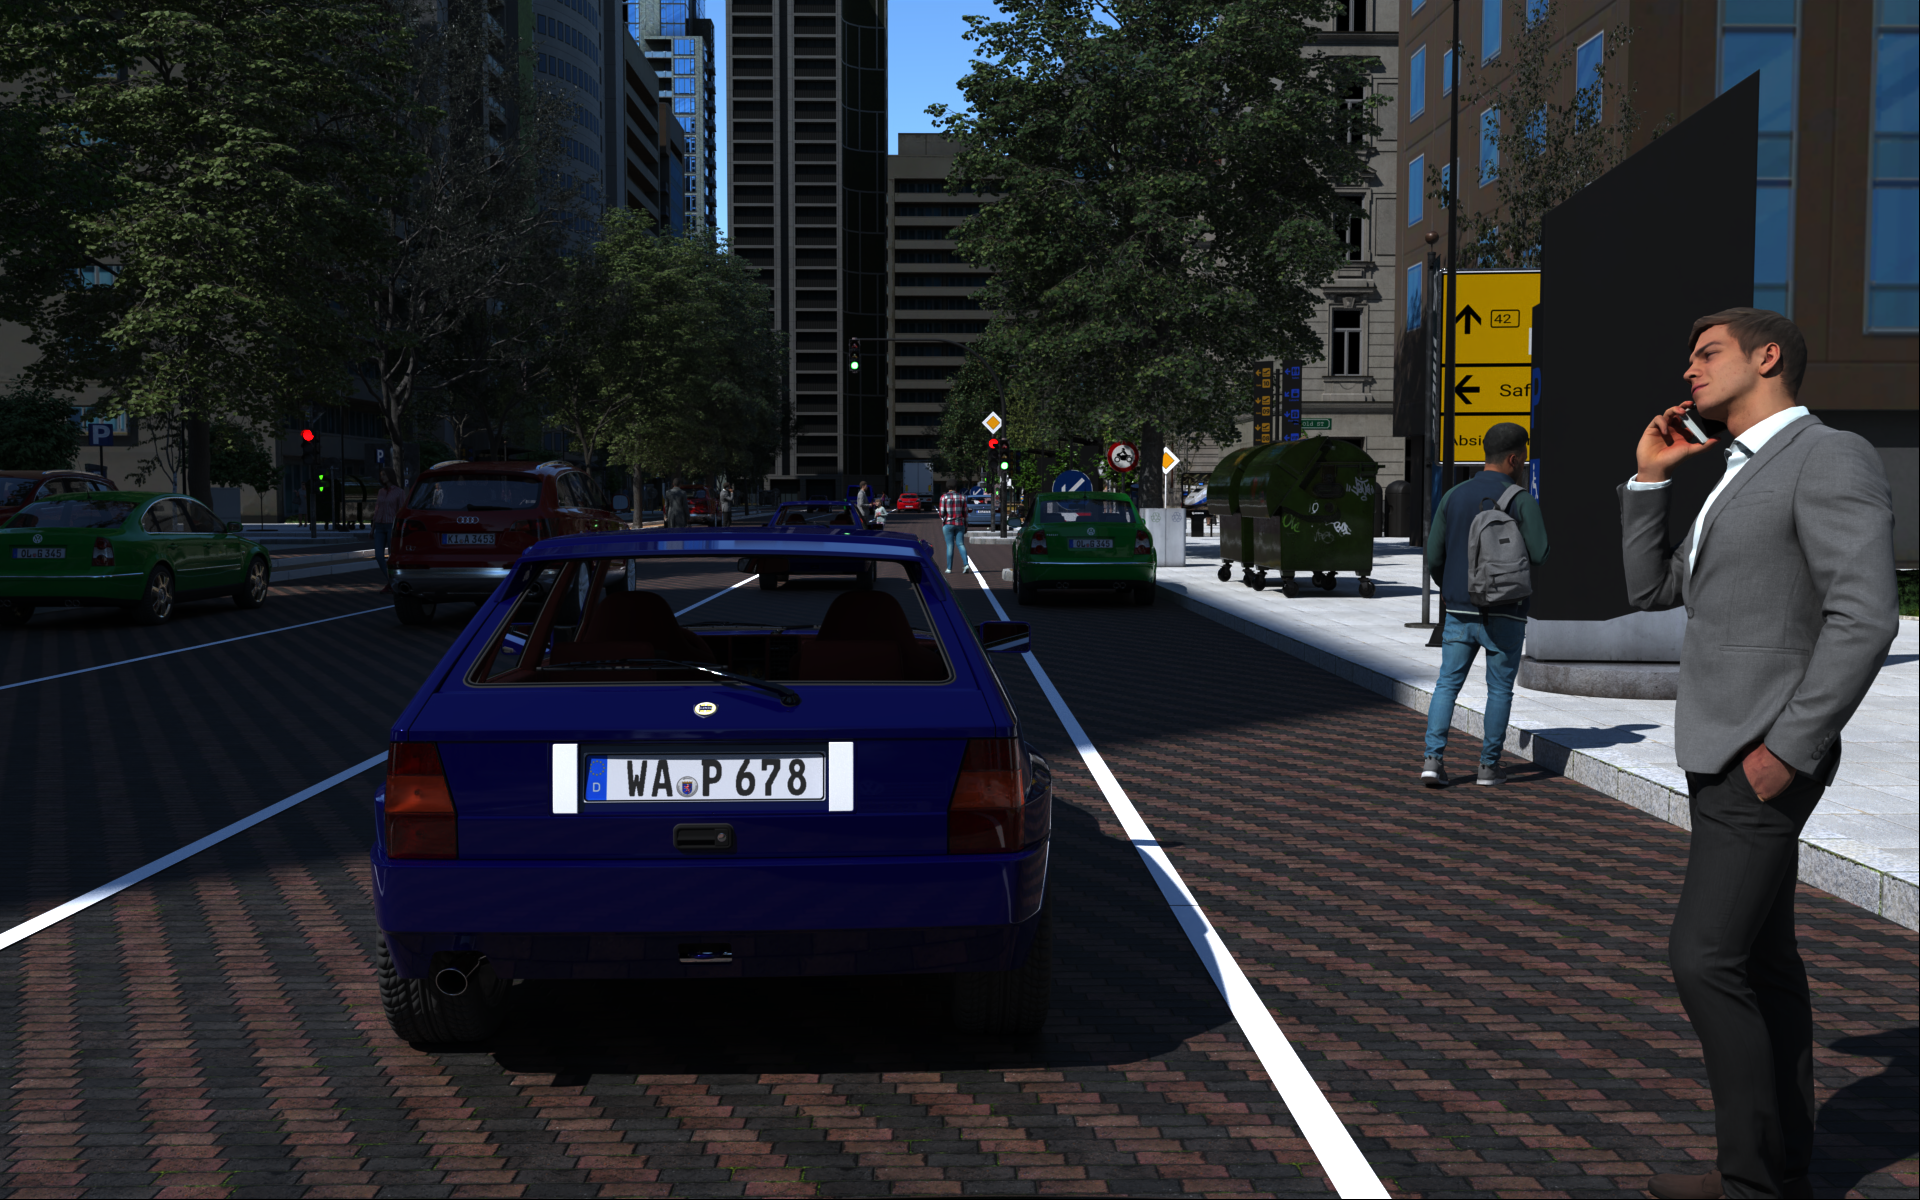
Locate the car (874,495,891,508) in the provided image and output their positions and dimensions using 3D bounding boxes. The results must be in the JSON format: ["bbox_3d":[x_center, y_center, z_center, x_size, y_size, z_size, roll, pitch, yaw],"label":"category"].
[{"bbox_3d":[-8.063,-10.008,175.984,2.083,1.381,4.827,0,4,-2],"label":"car"}]

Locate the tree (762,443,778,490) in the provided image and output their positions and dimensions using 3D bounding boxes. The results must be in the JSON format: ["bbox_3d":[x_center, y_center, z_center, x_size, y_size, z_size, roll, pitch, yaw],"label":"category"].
[{"bbox_3d":[-13.911,-10.154,118.841,4.360,8.622,3.978,0,3,0],"label":"tree"}]

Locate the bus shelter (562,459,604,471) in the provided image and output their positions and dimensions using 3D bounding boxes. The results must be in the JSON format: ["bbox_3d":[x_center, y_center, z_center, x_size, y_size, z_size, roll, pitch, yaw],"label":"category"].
[{"bbox_3d":[-22.913,-6.736,104.065,2.014,3.302,5.546,0,4,-1],"label":"bus shelter"}]

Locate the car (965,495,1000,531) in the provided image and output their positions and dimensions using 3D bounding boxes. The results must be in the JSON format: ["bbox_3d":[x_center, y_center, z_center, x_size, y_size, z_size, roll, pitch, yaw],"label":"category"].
[{"bbox_3d":[0.768,-3.337,66.564,2.014,1.417,4.499,0,4,-3],"label":"car"}]

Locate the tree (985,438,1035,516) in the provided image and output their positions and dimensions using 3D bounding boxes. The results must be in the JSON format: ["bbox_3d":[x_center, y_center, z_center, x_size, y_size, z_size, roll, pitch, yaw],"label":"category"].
[{"bbox_3d":[2.930,-7.204,101.501,4.285,4.588,4.351,0,3,0],"label":"tree"}]

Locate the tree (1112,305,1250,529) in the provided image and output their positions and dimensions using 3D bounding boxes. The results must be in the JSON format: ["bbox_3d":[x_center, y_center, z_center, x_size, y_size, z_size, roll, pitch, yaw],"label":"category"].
[{"bbox_3d":[8.456,-6.909,63.320,4.360,8.622,3.978,0,3,0],"label":"tree"}]

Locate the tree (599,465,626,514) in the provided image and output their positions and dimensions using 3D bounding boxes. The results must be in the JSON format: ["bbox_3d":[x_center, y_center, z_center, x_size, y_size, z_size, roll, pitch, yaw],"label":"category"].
[{"bbox_3d":[-22.485,-7.160,111.664,1.663,3.219,1.824,0,3,0],"label":"tree"}]

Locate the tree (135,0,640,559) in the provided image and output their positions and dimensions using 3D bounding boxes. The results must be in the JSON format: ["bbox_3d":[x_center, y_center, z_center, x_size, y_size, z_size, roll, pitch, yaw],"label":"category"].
[{"bbox_3d":[-12.307,-7.632,37.608,12.009,13.543,11.850,0,3,0],"label":"tree"}]

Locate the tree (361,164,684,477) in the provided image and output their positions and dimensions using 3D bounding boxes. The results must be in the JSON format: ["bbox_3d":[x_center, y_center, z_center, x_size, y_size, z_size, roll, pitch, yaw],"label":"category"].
[{"bbox_3d":[-12.642,-6.771,47.580,8.767,10.594,7.601,0,4,-1],"label":"tree"}]

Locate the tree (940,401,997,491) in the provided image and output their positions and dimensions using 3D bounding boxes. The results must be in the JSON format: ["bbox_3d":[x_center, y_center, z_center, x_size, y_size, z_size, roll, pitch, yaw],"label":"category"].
[{"bbox_3d":[1.173,-16.725,199.216,9.928,11.665,9.643,0,3,0],"label":"tree"}]

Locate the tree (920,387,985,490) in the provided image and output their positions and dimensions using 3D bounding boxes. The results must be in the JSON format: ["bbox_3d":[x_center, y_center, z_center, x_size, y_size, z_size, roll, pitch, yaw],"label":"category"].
[{"bbox_3d":[1.017,-16.457,179.438,12.009,13.543,11.850,0,3,0],"label":"tree"}]

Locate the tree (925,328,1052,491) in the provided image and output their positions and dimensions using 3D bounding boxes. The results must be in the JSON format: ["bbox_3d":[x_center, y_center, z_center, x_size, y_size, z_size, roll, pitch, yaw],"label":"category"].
[{"bbox_3d":[2.383,-12.345,118.849,9.611,12.733,9.660,0,3,0],"label":"tree"}]

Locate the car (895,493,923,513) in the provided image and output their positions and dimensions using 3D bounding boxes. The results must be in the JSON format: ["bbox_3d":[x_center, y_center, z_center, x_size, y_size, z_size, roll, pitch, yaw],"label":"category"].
[{"bbox_3d":[-3.859,-7.458,130.973,2.155,1.783,4.494,0,4,-2],"label":"car"}]

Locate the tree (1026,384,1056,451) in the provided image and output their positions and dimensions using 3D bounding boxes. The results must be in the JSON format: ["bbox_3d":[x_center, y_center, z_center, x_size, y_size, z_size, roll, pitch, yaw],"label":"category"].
[{"bbox_3d":[6.203,-9.531,106.189,4.360,8.622,3.978,0,3,0],"label":"tree"}]

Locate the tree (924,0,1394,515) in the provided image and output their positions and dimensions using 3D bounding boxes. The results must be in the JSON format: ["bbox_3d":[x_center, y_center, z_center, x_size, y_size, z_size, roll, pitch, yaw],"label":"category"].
[{"bbox_3d":[3.853,-7.860,35.164,9.857,13.997,8.962,0,3,0],"label":"tree"}]

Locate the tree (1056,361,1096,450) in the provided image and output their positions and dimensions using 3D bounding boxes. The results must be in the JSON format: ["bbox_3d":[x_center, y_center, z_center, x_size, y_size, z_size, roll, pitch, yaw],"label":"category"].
[{"bbox_3d":[7.874,-8.534,89.887,4.360,8.622,3.978,0,3,0],"label":"tree"}]

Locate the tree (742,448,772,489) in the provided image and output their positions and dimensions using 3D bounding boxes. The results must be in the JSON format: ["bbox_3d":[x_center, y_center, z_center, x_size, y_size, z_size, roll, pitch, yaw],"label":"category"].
[{"bbox_3d":[-23.735,-15.975,178.192,9.611,12.733,9.660,0,3,0],"label":"tree"}]

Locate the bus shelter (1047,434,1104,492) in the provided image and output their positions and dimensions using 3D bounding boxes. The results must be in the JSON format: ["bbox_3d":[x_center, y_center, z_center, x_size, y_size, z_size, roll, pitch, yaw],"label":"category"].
[{"bbox_3d":[4.698,-4.798,69.726,1.731,3.624,6.357,0,4,-1],"label":"bus shelter"}]

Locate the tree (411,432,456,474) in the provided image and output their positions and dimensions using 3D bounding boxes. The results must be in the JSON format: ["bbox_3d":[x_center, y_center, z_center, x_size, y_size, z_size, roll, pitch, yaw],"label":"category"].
[{"bbox_3d":[-27.212,-6.423,88.731,4.285,4.588,4.351,0,3,0],"label":"tree"}]

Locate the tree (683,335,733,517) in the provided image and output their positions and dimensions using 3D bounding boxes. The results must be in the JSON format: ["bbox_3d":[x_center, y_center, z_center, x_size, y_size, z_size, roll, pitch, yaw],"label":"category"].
[{"bbox_3d":[-12.882,-7.575,60.729,8.767,10.594,7.601,0,4,-1],"label":"tree"}]

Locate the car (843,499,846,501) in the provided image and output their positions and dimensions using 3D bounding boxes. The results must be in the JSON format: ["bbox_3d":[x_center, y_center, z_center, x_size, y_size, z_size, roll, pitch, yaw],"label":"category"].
[{"bbox_3d":[-7.596,-7.238,127.129,1.959,1.807,4.718,0,4,-2],"label":"car"}]

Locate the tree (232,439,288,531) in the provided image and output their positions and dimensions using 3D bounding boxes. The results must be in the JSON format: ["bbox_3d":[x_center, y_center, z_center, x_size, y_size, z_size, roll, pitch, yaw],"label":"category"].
[{"bbox_3d":[-23.998,-3.988,59.797,1.663,3.219,1.824,0,3,0],"label":"tree"}]

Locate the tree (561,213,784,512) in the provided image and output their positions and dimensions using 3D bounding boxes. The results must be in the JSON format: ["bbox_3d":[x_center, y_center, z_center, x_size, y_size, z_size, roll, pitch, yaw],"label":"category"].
[{"bbox_3d":[-13.119,-10.414,79.375,9.857,13.997,8.962,0,3,0],"label":"tree"}]

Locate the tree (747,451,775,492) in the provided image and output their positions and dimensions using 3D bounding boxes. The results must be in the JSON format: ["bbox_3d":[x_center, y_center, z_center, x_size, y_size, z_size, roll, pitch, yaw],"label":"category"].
[{"bbox_3d":[-24.101,-15.807,208.813,4.737,8.622,4.395,0,3,0],"label":"tree"}]

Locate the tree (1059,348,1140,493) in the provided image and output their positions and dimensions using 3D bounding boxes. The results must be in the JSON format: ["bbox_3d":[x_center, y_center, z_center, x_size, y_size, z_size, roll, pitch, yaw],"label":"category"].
[{"bbox_3d":[7.282,-8.217,84.707,4.737,8.622,4.395,0,3,0],"label":"tree"}]

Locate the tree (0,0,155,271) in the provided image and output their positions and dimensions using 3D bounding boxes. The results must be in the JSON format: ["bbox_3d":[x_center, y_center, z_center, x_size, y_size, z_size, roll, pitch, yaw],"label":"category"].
[{"bbox_3d":[-12.127,-5.476,17.750,9.928,11.665,9.643,0,3,0],"label":"tree"}]

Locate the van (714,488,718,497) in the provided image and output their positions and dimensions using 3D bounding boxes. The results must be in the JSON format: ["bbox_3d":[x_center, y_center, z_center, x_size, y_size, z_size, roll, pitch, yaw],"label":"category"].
[{"bbox_3d":[-17.575,-6.859,119.158,2.013,2.044,4.112,0,4,-2],"label":"van"}]

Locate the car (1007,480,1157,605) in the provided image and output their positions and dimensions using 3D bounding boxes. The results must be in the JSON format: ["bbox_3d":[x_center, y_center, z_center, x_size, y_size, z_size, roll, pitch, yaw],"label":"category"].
[{"bbox_3d":[1.635,-0.916,23.771,1.959,1.807,4.718,0,4,0],"label":"car"}]

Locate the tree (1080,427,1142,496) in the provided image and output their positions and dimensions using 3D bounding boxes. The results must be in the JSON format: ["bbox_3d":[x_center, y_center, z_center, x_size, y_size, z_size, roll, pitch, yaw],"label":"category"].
[{"bbox_3d":[4.267,-2.973,43.204,1.663,3.219,1.824,0,3,0],"label":"tree"}]

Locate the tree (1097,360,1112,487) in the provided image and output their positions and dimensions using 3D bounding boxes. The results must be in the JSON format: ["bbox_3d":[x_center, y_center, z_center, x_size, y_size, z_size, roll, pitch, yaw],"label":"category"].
[{"bbox_3d":[8.263,-7.569,74.109,4.360,8.622,3.978,0,3,0],"label":"tree"}]

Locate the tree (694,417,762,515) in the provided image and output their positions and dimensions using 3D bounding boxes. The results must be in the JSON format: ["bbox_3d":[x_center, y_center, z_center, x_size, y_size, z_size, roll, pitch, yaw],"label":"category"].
[{"bbox_3d":[-13.514,-8.841,97.364,4.360,8.622,3.978,0,3,0],"label":"tree"}]

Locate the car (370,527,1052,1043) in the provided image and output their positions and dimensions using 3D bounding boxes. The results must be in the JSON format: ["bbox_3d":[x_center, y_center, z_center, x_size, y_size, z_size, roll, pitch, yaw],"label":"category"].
[{"bbox_3d":[-0.685,0.409,5.901,1.945,1.354,3.894,0,4,-3],"label":"car"}]

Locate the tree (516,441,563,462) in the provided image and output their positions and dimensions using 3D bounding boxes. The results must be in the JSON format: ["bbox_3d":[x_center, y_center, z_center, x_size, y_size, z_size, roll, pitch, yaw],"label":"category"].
[{"bbox_3d":[-25.989,-7.546,107.087,4.285,4.588,4.351,0,3,0],"label":"tree"}]

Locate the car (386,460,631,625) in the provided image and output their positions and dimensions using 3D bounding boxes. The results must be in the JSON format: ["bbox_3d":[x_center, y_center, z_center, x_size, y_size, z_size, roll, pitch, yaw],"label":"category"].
[{"bbox_3d":[-5.177,-0.728,20.572,2.281,1.827,5.304,0,4,-1],"label":"car"}]

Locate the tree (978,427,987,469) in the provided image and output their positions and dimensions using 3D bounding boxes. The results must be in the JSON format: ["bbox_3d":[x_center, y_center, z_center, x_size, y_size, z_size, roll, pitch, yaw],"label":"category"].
[{"bbox_3d":[2.594,-11.950,145.738,4.737,8.622,4.395,0,3,0],"label":"tree"}]

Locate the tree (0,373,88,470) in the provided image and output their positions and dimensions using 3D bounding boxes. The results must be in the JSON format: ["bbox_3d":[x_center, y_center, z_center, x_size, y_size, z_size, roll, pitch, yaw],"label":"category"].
[{"bbox_3d":[-25.495,-3.886,47.246,4.285,4.588,4.351,0,3,0],"label":"tree"}]

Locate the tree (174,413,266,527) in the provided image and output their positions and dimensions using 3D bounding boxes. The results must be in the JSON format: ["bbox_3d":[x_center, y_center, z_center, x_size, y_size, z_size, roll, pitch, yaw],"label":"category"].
[{"bbox_3d":[-28.573,-5.111,67.286,4.285,4.588,4.351,0,3,0],"label":"tree"}]

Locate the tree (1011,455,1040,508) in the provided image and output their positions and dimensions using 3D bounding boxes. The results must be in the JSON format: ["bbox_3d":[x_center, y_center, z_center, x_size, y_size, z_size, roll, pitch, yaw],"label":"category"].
[{"bbox_3d":[3.544,-5.520,84.848,1.663,3.219,1.824,0,3,0],"label":"tree"}]

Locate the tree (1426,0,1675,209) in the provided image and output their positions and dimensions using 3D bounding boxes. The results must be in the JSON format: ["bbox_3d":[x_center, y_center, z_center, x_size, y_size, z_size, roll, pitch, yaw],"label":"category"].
[{"bbox_3d":[8.820,-4.579,25.237,4.360,8.622,3.978,0,3,0],"label":"tree"}]

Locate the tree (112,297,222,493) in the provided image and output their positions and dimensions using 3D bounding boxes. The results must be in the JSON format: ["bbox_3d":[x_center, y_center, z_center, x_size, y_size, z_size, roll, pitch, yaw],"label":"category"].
[{"bbox_3d":[-27.796,-6.772,61.083,4.360,8.622,3.978,0,3,0],"label":"tree"}]

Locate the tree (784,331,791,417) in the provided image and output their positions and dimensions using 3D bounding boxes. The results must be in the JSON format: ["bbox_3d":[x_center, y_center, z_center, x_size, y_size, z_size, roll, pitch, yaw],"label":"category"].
[{"bbox_3d":[-13.110,-11.064,90.012,9.857,13.997,8.962,0,3,0],"label":"tree"}]

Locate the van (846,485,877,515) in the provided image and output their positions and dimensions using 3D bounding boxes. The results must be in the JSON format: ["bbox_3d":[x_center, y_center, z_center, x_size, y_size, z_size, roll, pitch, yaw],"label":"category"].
[{"bbox_3d":[-6.977,-7.169,121.597,2.240,2.365,5.245,0,4,-2],"label":"van"}]

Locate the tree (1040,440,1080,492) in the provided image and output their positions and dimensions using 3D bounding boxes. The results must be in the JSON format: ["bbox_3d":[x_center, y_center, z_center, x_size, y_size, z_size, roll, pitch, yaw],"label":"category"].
[{"bbox_3d":[3.891,-4.018,60.303,1.663,3.219,1.824,0,3,0],"label":"tree"}]

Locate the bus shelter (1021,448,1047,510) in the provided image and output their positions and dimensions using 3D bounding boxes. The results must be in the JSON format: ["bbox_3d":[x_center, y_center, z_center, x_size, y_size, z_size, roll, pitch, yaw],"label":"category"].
[{"bbox_3d":[4.279,-6.132,91.541,1.731,3.624,6.357,0,4,-1],"label":"bus shelter"}]

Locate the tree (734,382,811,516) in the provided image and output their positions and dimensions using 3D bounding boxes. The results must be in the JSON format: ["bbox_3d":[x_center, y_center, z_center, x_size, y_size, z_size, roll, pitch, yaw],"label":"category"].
[{"bbox_3d":[-13.728,-10.184,103.370,8.767,10.594,7.601,0,4,-1],"label":"tree"}]

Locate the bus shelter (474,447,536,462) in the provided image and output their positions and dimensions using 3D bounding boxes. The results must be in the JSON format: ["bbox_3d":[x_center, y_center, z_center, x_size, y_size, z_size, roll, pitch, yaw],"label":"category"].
[{"bbox_3d":[-23.501,-6.020,89.704,1.731,3.624,6.357,0,4,-1],"label":"bus shelter"}]

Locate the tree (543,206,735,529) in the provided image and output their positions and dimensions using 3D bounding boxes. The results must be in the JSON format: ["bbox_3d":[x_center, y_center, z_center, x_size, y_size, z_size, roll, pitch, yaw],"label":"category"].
[{"bbox_3d":[-12.817,-9.035,68.300,7.486,12.596,7.792,0,3,0],"label":"tree"}]

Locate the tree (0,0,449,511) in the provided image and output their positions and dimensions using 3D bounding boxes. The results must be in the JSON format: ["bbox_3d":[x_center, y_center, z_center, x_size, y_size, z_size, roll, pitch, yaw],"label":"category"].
[{"bbox_3d":[-12.140,-6.540,27.506,7.486,12.596,7.792,0,3,0],"label":"tree"}]

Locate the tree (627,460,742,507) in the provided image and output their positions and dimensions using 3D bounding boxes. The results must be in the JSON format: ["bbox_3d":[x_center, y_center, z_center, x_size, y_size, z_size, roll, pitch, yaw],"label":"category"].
[{"bbox_3d":[-23.678,-13.713,141.210,9.611,12.733,9.660,0,3,0],"label":"tree"}]

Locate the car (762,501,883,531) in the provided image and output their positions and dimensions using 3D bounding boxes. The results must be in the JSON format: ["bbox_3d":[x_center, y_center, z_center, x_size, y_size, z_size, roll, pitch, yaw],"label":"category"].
[{"bbox_3d":[-2.190,-0.901,27.310,1.945,1.354,3.894,0,4,-2],"label":"car"}]
